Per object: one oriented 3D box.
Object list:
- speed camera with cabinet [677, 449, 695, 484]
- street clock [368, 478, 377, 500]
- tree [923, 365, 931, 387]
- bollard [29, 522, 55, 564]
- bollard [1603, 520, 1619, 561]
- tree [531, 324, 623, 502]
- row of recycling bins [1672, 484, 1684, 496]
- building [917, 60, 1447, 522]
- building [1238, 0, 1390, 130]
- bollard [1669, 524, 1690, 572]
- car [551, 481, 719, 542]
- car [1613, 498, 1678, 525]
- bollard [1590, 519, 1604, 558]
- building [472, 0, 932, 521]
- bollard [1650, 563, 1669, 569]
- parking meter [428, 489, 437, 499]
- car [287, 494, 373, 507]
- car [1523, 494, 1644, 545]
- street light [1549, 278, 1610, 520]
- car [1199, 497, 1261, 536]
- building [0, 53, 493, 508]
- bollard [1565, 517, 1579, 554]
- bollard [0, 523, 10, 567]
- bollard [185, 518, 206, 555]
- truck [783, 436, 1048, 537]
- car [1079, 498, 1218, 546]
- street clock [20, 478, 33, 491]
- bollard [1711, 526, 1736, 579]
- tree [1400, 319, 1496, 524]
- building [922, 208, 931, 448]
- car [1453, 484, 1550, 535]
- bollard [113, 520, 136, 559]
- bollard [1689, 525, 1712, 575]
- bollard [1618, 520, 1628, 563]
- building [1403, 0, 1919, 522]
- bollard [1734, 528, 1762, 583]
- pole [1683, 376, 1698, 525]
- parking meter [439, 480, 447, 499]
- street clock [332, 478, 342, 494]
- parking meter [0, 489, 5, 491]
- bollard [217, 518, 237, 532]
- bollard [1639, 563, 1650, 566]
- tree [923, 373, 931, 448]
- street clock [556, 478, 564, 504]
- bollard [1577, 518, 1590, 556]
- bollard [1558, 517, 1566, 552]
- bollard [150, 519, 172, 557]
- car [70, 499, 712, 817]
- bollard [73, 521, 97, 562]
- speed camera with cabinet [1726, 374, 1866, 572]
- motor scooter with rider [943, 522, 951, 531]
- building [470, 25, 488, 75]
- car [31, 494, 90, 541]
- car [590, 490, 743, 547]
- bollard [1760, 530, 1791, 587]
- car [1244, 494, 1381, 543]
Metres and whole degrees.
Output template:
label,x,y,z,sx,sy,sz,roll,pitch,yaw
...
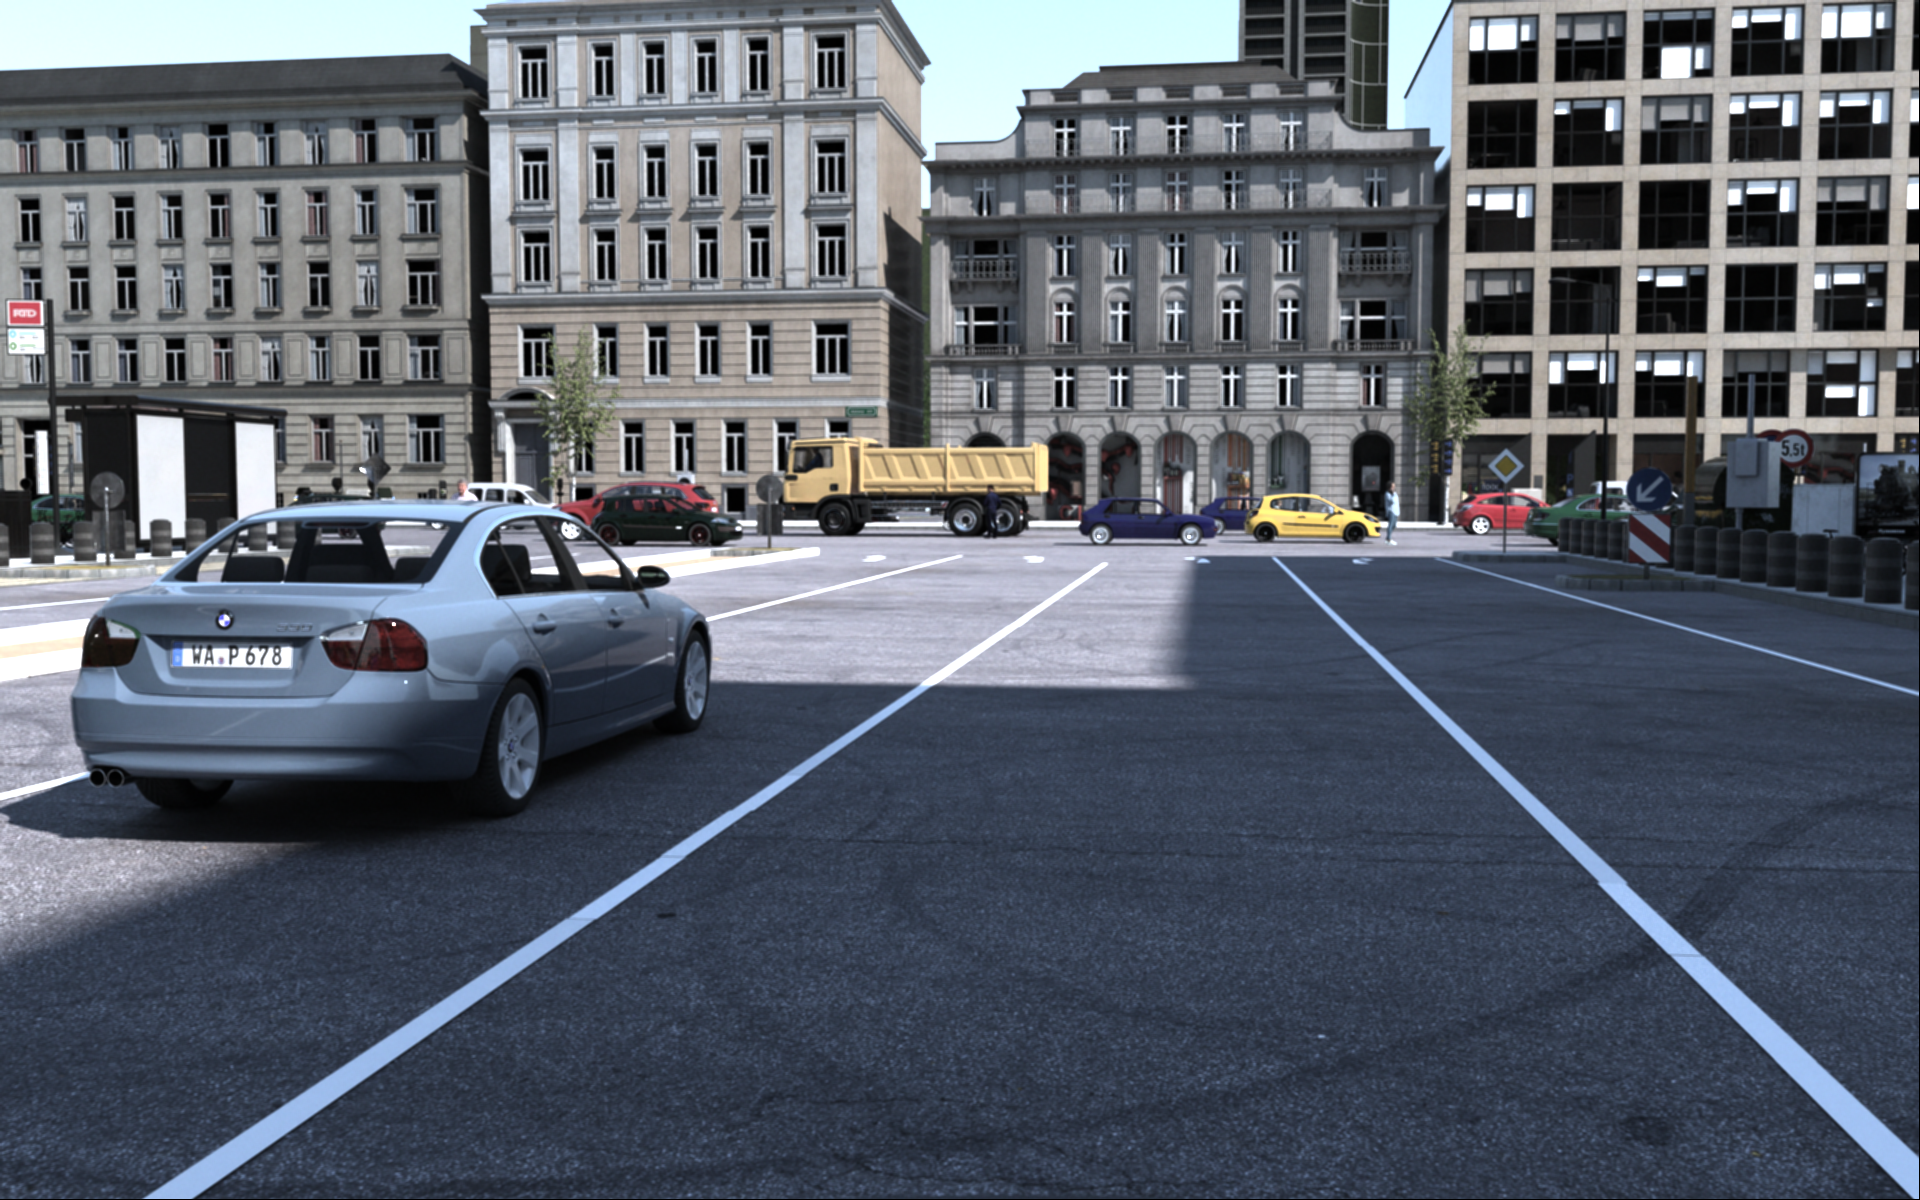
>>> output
label,x,y,z,sx,sy,sz,roll,pitch,yaw
speed camera with cabinet,-12.779,-5.027,76.520,2.038,3.252,0.660,0,4,5
street clock,-25.088,-4.245,73.976,0.358,2.002,0.471,0,4,3
tree,0.391,-19.269,170.937,12.611,20.169,13.585,0,3,0
bollard,-16.819,-1.041,31.738,0.404,0.777,0.398,0,3,0
bollard,12.778,-1.153,33.573,0.404,0.777,0.398,0,3,0
tree,-16.869,-7.664,75.665,4.737,8.622,4.395,0,3,0
row of recycling bins,28.774,-3.815,69.493,1.069,1.692,3.534,-1,4,-12
building,10.837,-14.932,85.938,24.055,21.916,13.314,0,4,8
building,49.237,-49.253,243.533,20.611,71.187,20.563,0,4,8
bollard,12.095,-0.860,28.786,0.404,0.777,0.398,0,3,0
car,-9.995,-2.718,53.109,5.304,1.827,2.281,0,4,8
car,18.991,-2.155,45.028,4.222,1.686,2.009,1,4,9
bollard,12.950,-1.226,34.762,0.404,0.777,0.398,0,3,0
building,-12.426,-18.511,88.551,20.117,28.700,13.634,0,4,8
bollard,12.266,-0.934,29.984,0.404,0.777,0.398,0,3,0
parking meter,-25.245,-4.557,82.921,0.372,1.533,0.369,0,3,0
car,-20.597,-2.807,55.676,4.222,1.686,2.009,1,4,9
car,18.040,-2.184,47.500,4.920,1.459,2.131,0,4,7
street light,13.337,-3.960,37.279,1.470,5.913,1.316,0,4,8
car,10.255,-2.930,60.486,3.894,1.354,1.945,0,4,8
building,-37.167,-15.931,93.753,30.059,22.955,16.112,0,4,8
bollard,13.291,-1.372,37.150,0.404,0.777,0.398,0,3,0
bollard,-16.991,-0.967,30.531,0.404,0.777,0.398,0,3,0
bollard,-16.131,-1.335,36.543,0.404,0.777,0.398,0,3,0
truck,-1.967,-3.881,59.384,9.791,3.379,3.469,1,4,9
car,5.305,-2.214,48.781,3.894,1.354,1.945,0,4,7
street clock,-43.278,-4.634,80.328,0.471,2.002,0.358,0,4,-3
bollard,11.757,-0.715,26.402,0.404,0.777,0.398,0,3,0
tree,20.722,-7.540,73.643,4.737,8.622,4.395,0,3,0
building,-7.434,-34.632,249.821,14.086,41.232,14.154,0,4,8
car,19.750,-3.189,61.183,4.494,1.783,2.155,0,4,7
bollard,-16.474,-1.188,34.137,0.404,0.777,0.398,0,3,0
bollard,11.923,-0.788,27.596,0.404,0.777,0.398,0,3,0
bollard,12.607,-1.080,32.380,0.404,0.777,0.398,0,3,0
building,40.121,-17.136,84.688,34.151,26.468,19.350,0,4,8
bollard,11.580,-0.642,25.214,0.404,0.777,0.398,0,3,0
pole,12.659,-2.214,30.042,0.158,3.312,0.155,0,3,0
parking meter,-22.133,-4.187,74.168,0.255,1.863,0.399,-2,4,-24
street clock,-27.228,-4.354,75.752,0.358,2.002,0.471,1,4,11
parking meter,-44.561,-4.407,80.459,0.372,1.533,0.369,0,3,0
bollard,-15.959,-1.408,37.741,0.404,0.777,0.398,0,3,0
bollard,12.440,-1.007,31.177,0.404,0.777,0.398,0,3,0
tree,-1.524,-13.505,146.554,9.928,11.665,9.643,0,3,0
street clock,-18.428,-4.603,79.832,0.358,2.002,0.471,-1,4,-11
bollard,13.123,-1.299,35.951,0.404,0.777,0.398,0,3,0
bollard,13.460,-1.445,38.344,0.404,0.777,0.398,0,3,0
bollard,-16.302,-1.261,35.339,0.404,0.777,0.398,0,3,0
car,-2.644,0.179,9.077,2.014,1.417,4.499,0,4,8
bollard,-16.646,-1.115,32.944,0.404,0.777,0.398,0,3,0
speed camera with cabinet,13.668,-2.077,28.288,0.660,3.252,2.038,-3,5,-44
motor scooter with rider,0.327,-3.577,67.446,1.986,1.779,0.876,1,4,9
building,-48.979,-34.319,184.817,21.600,48.544,21.300,0,4,8
car,-26.246,-2.469,52.173,4.920,1.459,2.131,0,4,7
car,-8.131,-2.333,47.933,4.222,1.686,2.009,1,4,9
bollard,11.413,-0.569,24.014,0.404,0.777,0.398,0,3,0
car,10.429,-2.512,51.293,3.980,1.641,2.015,0,4,7
